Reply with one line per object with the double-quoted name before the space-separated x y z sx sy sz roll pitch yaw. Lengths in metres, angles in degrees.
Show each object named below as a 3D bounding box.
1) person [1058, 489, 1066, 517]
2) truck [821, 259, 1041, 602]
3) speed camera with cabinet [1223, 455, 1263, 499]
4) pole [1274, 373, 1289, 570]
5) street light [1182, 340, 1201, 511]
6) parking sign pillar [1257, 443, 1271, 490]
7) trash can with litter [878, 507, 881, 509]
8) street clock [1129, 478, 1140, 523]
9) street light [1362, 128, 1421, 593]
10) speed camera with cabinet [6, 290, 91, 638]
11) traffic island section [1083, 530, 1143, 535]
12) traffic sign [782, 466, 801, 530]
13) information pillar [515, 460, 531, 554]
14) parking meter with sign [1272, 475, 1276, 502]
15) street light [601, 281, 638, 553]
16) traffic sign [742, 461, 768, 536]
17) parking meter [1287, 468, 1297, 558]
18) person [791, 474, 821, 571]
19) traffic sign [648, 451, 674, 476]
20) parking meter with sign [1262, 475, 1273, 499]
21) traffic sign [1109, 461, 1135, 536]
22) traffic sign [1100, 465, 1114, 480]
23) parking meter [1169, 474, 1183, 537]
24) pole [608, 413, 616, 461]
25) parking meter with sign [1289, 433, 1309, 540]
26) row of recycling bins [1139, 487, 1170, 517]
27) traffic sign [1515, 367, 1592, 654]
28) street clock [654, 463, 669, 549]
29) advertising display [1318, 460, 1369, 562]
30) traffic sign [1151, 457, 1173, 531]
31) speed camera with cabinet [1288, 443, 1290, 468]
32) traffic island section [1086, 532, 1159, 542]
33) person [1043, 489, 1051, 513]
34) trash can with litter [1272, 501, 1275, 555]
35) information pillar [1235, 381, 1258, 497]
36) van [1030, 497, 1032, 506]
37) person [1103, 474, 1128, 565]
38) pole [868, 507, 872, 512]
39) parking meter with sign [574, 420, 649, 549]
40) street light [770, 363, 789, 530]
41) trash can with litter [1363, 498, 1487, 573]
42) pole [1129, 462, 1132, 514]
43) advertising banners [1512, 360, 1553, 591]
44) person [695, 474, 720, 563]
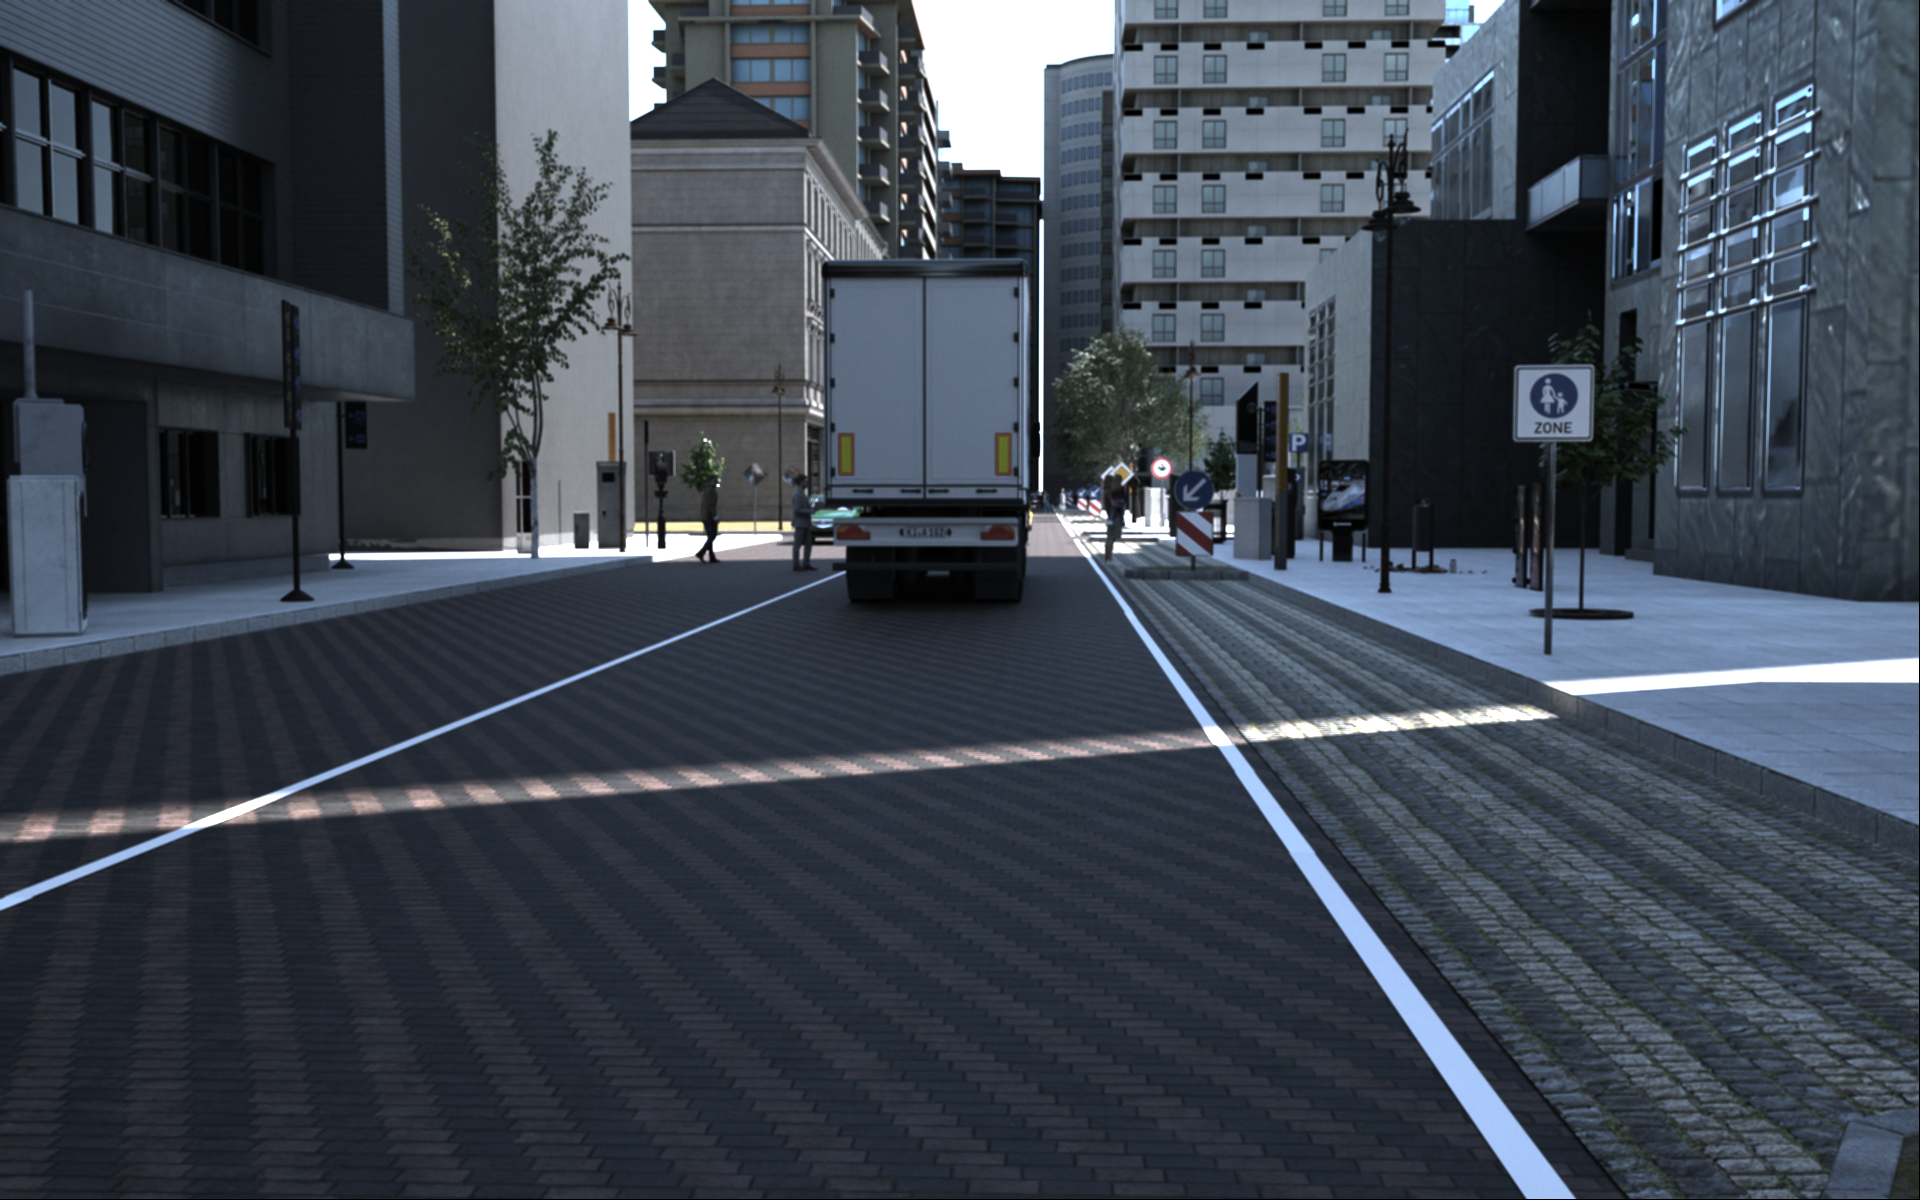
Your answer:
"person" 6.444 -6.165 109.651 0.624 1.780 0.694 0 4 -6
"truck" -0.178 -2.287 26.314 2.839 4.237 11.283 0 4 3
"speed camera with cabinet" 12.890 -5.113 77.929 2.038 3.252 0.660 2 4 35
"pole" 5.433 -2.167 29.267 0.158 3.312 0.155 0 3 0
"street light" 6.933 -4.845 51.995 0.468 5.910 1.993 0 4 3
"parking sign pillar" 15.778 -6.268 90.950 1.447 3.967 1.447 -1 4 -22
"trash can with litter" -4.581 -5.291 97.893 0.624 1.170 1.055 0 4 5
"street clock" 7.627 -4.353 75.745 0.471 2.002 0.358 2 4 34
"street light" 5.537 -3.034 22.400 0.468 5.910 1.993 0 4 3
"speed camera with cabinet" -8.581 -1.345 16.325 0.660 3.252 2.038 -2 4 -24
"traffic island section" 5.305 -2.340 60.546 2.009 0.180 2.903 0 4 3
"traffic sign" -5.899 -3.510 61.024 0.795 2.450 0.064 0 4 3
"information pillar" -9.313 -1.994 37.092 0.304 2.012 0.304 -2 4 -35
"parking meter with sign" 12.462 -4.147 64.060 1.738 3.016 0.543 -3 4 -36
"street light" -7.398 -3.975 37.785 0.468 5.910 1.993 0 4 3
"traffic sign" -6.281 -3.022 53.048 0.795 2.450 0.064 0 4 3
"parking meter" 6.524 -1.769 34.642 0.399 1.863 0.255 0 4 -2
"person" -2.876 -1.448 32.373 0.583 1.804 0.606 0 3 0
"traffic sign" -7.014 -2.359 40.696 0.606 2.300 0.079 0 4 4
"parking meter with sign" 12.552 -4.492 69.701 1.738 3.016 0.543 1 4 20
"traffic sign" 4.899 -2.988 52.494 0.795 2.450 0.064 0 4 3
"traffic sign" 5.282 -3.476 60.470 0.795 2.450 0.064 0 4 3
"parking meter" 6.419 -2.785 51.254 0.399 1.863 0.255 -1 4 -12
"pole" -8.731 -3.037 43.502 0.158 3.312 0.155 0 3 0
"parking meter with sign" 9.468 -3.216 48.846 0.543 3.016 1.738 1 4 16
"row of recycling bins" 11.578 -5.497 96.983 3.534 1.692 1.069 -1 4 -20
"traffic sign" 4.704 -0.713 13.794 0.606 2.300 0.079 1 4 11
"street clock" -6.948 -2.184 40.283 0.358 2.002 0.471 -1 4 -18
"advertising display" 7.277 -1.693 32.896 0.974 1.923 0.123 2 4 34
"traffic sign" 6.966 -3.649 59.769 0.768 2.556 0.104 0 4 5
"speed camera with cabinet" 13.246 -4.417 66.557 0.660 3.252 2.038 -2 4 -34
"traffic island section" 4.923 -1.853 52.570 2.009 0.180 2.903 0 4 3
"person" 6.435 -7.381 129.530 0.623 1.781 0.721 2 4 35
"trash can with litter" 6.671 -1.550 36.723 0.624 1.170 1.055 -1 4 -14
"information pillar" 5.944 -2.723 35.872 0.504 3.616 0.183 -2 4 -25
"van" 4.936 -8.283 142.441 2.013 2.044 4.112 0 4 4
"person" 3.079 -1.605 34.722 0.580 1.828 0.573 3 4 38
"pole" -5.122 -6.393 98.369 0.158 3.312 0.155 0 3 0
"parking meter with sign" -8.227 -2.726 40.837 1.738 3.016 0.543 -1 4 -11
"street light" -6.357 -5.408 61.217 0.468 5.910 1.993 0 4 3
"trash can with litter" 7.578 -1.088 28.843 1.678 1.210 2.233 -1 4 -19
"pole" 10.953 -7.179 111.218 0.158 3.312 0.155 0 3 0
"advertising banners" 7.676 -1.640 23.001 0.090 3.025 2.074 0 4 3
"person" -5.199 -1.688 36.011 0.656 1.842 0.836 2 4 31
